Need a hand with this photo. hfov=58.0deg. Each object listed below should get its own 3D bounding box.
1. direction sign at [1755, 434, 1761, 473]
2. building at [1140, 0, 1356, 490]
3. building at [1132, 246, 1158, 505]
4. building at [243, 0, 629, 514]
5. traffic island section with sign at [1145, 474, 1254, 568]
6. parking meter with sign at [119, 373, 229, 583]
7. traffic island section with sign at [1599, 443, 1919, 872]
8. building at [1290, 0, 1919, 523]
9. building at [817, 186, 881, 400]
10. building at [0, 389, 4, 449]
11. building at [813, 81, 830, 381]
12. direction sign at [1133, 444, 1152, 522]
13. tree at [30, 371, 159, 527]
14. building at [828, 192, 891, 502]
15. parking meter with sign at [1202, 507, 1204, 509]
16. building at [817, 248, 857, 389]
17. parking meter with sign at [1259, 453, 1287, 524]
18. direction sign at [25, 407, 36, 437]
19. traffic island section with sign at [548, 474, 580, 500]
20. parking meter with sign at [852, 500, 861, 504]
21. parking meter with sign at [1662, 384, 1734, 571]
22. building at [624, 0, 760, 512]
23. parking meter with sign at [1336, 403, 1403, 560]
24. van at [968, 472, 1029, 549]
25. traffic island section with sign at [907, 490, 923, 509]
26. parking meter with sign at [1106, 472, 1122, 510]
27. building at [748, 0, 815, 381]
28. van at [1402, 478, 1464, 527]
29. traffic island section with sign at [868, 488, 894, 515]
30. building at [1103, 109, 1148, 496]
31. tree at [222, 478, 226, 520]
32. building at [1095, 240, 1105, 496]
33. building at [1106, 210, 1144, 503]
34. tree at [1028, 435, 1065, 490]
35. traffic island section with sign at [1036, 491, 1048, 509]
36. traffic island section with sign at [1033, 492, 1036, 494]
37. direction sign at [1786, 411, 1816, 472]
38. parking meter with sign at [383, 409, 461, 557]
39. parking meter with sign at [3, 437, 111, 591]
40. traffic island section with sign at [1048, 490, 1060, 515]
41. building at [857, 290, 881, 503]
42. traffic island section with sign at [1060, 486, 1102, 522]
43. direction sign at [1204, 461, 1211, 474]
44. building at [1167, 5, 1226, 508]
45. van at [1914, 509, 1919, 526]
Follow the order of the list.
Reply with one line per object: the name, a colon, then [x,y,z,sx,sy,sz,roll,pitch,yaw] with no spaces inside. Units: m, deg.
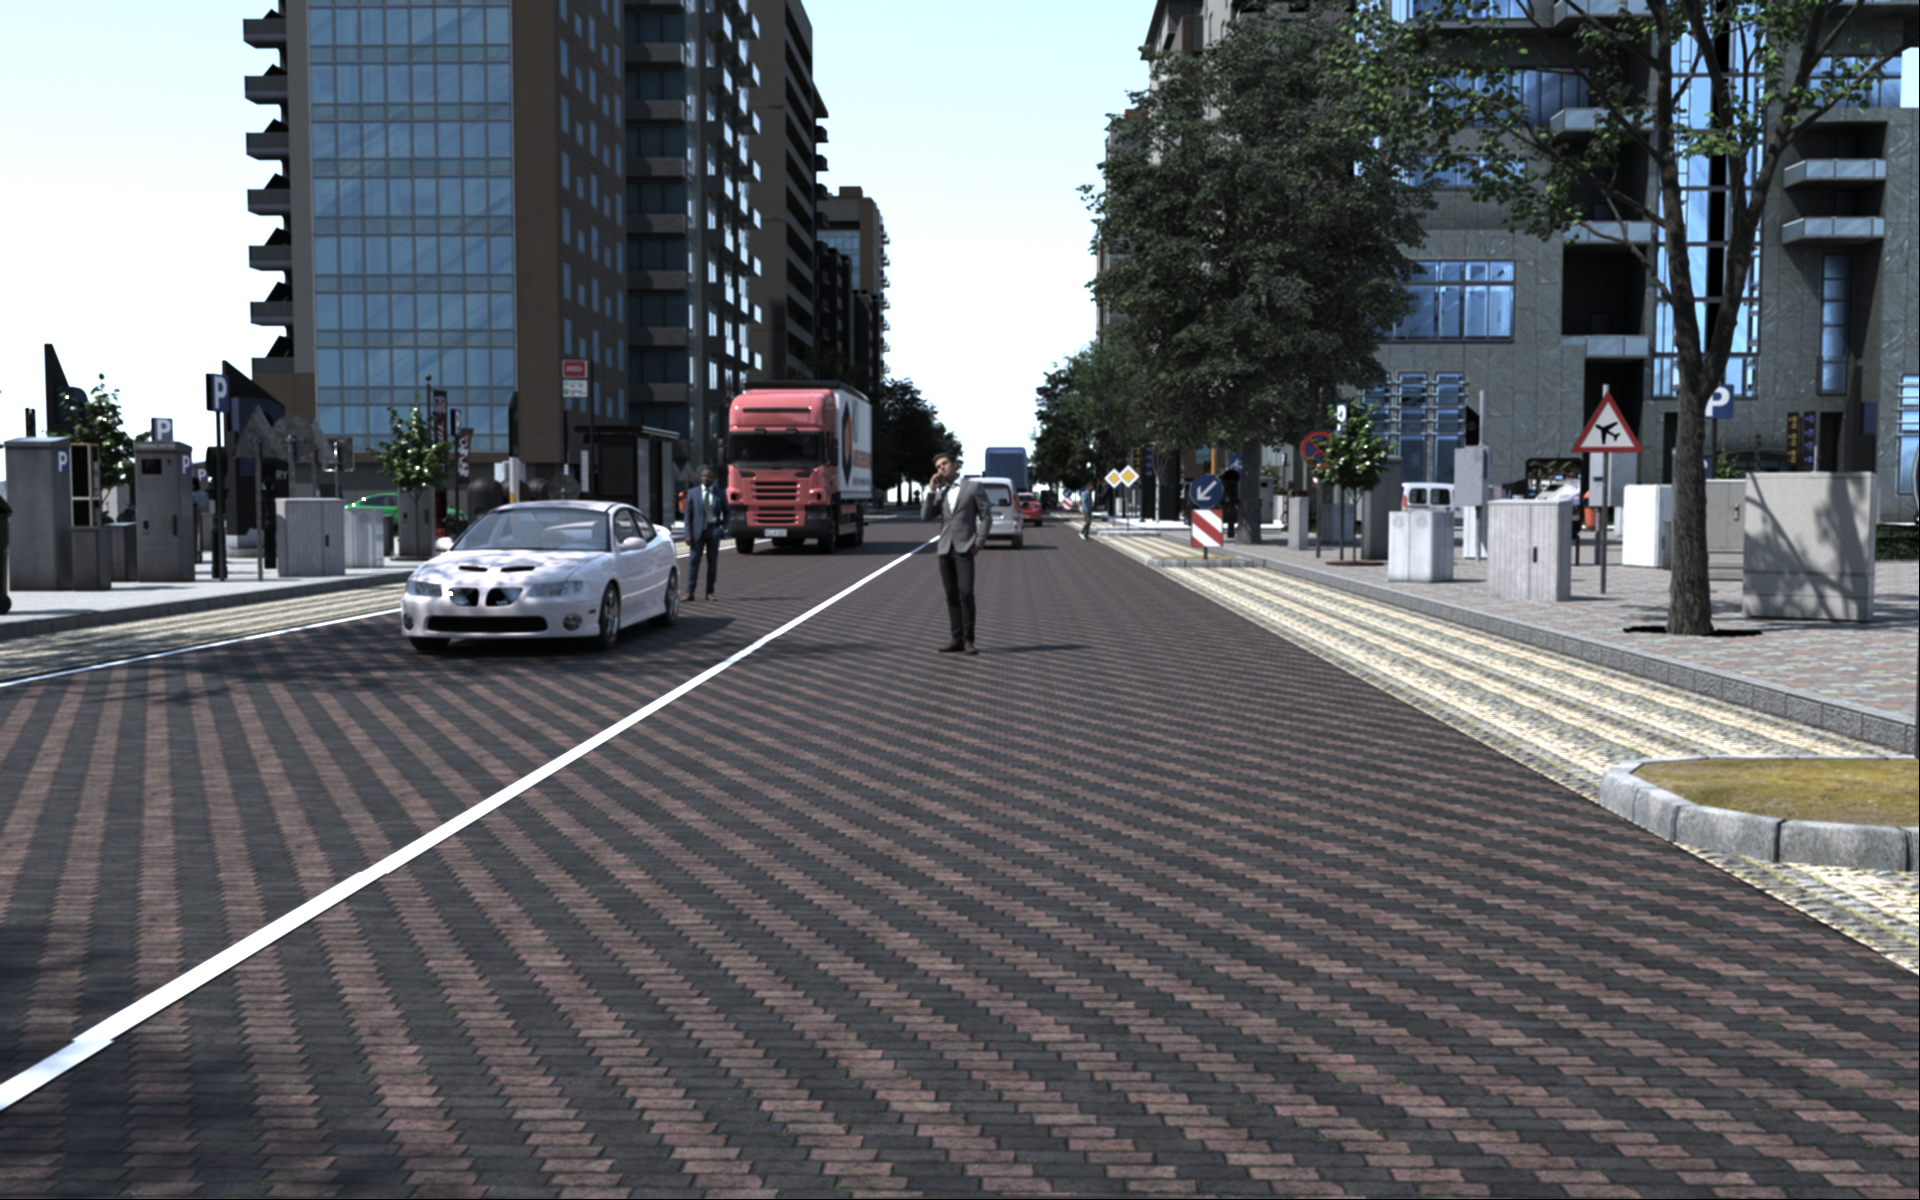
direction sign: [30.423,-4.533,66.118,0.379,3.537,0.876,1,4,15]
building: [34.023,-36.188,180.914,28.713,52.752,27.495,0,4,2]
building: [27.059,-26.353,202.568,14.160,30.474,14.107,0,4,2]
building: [-24.687,-26.537,83.991,14.600,45.320,14.200,0,4,2]
traffic island section with sign: [4.703,-1.576,34.397,1.989,1.847,2.006,0,4,2]
parking meter with sign: [-11.599,-1.772,25.240,1.738,3.016,0.543,0,4,2]
traffic island section with sign: [3.919,0.072,7.453,1.989,1.847,2.006,0,4,2]
building: [32.223,-47.134,83.315,31.000,86.520,22.319,0,4,2]
building: [-19.094,-37.016,255.318,14.600,45.320,14.200,0,4,2]
building: [-65.822,-33.244,85.545,28.212,58.520,21.231,0,4,2]
building: [-25.281,-32.081,179.156,22.147,44.769,28.867,0,4,2]
direction sign: [8.338,-5.327,79.094,0.876,3.537,0.379,1,4,10]
tree: [-13.417,-1.998,27.274,1.663,3.219,1.824,0,3,0]
building: [-22.631,-40.244,277.603,23.786,49.044,30.456,0,4,2]
parking meter with sign: [15.803,-6.759,106.776,1.738,3.016,0.543,1,4,14]
building: [-20.070,-26.276,201.317,14.160,30.474,14.107,0,4,2]
parking meter with sign: [12.999,-4.748,73.884,1.738,3.016,0.543,0,4,0]
direction sign: [-24.452,-3.282,45.656,0.379,3.537,0.876,-1,4,-14]
traffic island section with sign: [-7.932,-1.571,34.322,1.989,1.847,2.006,0,4,2]
parking meter with sign: [-7.939,-8.188,130.142,0.543,3.016,1.738,2,4,29]
parking meter with sign: [12.035,-1.968,28.440,0.543,3.016,1.738,0,4,2]
building: [-26.220,-30.674,121.132,23.786,49.044,30.456,0,4,2]
parking meter with sign: [8.206,-2.283,33.591,1.738,3.016,0.543,-1,4,-9]
van: [0.844,-2.406,46.356,2.013,2.044,4.112,0,4,3]
traffic island section with sign: [-4.072,-9.649,166.384,1.989,1.847,2.006,0,4,2]
parking meter with sign: [11.997,-8.462,134.610,0.543,3.016,1.738,-2,4,-34]
building: [-24.779,-32.421,153.789,21.300,48.544,21.600,0,4,2]
van: [17.826,-3.400,62.604,4.112,2.044,2.013,0,4,2]
traffic island section with sign: [-5.510,-6.639,117.175,1.989,1.847,2.006,0,4,2]
building: [33.083,-44.594,271.115,21.231,58.520,28.212,0,4,2]
tree: [-35.920,-5.573,85.717,1.663,3.219,1.824,0,3,0]
building: [30.144,-39.318,292.966,14.600,45.320,14.200,0,4,2]
building: [28.194,-34.683,250.667,14.154,41.232,14.086,0,4,2]
tree: [15.291,-22.891,291.267,9.611,12.733,9.660,0,3,0]
traffic island section with sign: [8.537,-9.632,166.104,1.989,1.847,2.006,0,4,2]
traffic island section with sign: [9.332,-11.280,193.047,1.989,1.847,2.006,0,4,2]
direction sign: [23.140,-3.409,47.729,0.379,3.537,0.876,-2,4,-24]
parking meter with sign: [-11.174,-2.405,35.575,1.738,3.016,0.543,0,4,-4]
parking meter with sign: [-12.204,-1.631,22.925,1.738,3.016,0.543,0,4,0]
traffic island section with sign: [7.111,-6.623,116.907,1.989,1.847,2.006,0,4,2]
building: [-18.536,-28.725,241.347,14.160,30.474,14.107,0,4,2]
traffic island section with sign: [6.292,-4.928,89.204,1.989,1.847,2.006,0,4,2]
direction sign: [16.948,-7.744,118.606,0.379,3.537,0.876,3,5,40]
building: [26.669,-31.219,160.537,14.600,45.320,14.200,0,4,2]
van: [37.460,-3.568,62.718,5.245,2.365,2.240,0,4,1]
